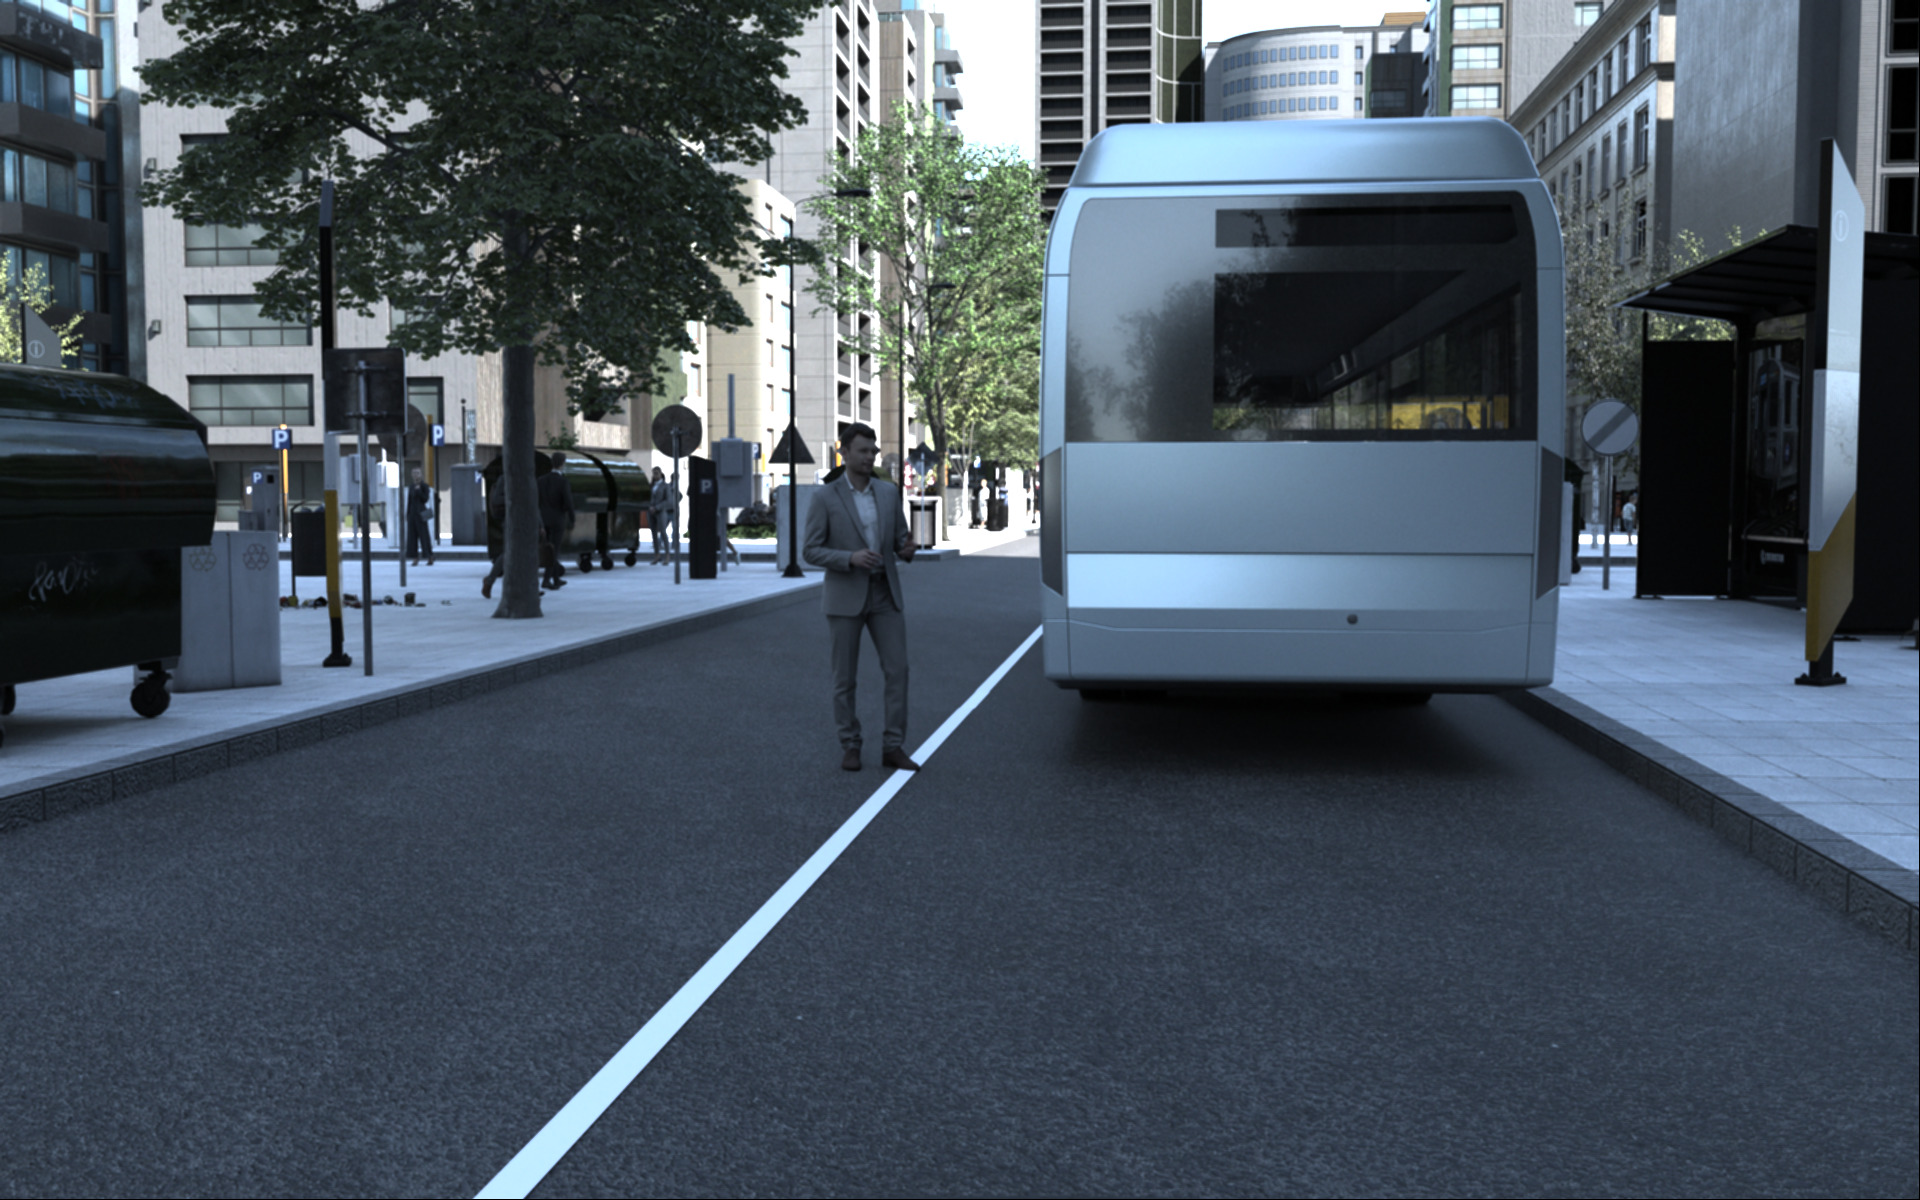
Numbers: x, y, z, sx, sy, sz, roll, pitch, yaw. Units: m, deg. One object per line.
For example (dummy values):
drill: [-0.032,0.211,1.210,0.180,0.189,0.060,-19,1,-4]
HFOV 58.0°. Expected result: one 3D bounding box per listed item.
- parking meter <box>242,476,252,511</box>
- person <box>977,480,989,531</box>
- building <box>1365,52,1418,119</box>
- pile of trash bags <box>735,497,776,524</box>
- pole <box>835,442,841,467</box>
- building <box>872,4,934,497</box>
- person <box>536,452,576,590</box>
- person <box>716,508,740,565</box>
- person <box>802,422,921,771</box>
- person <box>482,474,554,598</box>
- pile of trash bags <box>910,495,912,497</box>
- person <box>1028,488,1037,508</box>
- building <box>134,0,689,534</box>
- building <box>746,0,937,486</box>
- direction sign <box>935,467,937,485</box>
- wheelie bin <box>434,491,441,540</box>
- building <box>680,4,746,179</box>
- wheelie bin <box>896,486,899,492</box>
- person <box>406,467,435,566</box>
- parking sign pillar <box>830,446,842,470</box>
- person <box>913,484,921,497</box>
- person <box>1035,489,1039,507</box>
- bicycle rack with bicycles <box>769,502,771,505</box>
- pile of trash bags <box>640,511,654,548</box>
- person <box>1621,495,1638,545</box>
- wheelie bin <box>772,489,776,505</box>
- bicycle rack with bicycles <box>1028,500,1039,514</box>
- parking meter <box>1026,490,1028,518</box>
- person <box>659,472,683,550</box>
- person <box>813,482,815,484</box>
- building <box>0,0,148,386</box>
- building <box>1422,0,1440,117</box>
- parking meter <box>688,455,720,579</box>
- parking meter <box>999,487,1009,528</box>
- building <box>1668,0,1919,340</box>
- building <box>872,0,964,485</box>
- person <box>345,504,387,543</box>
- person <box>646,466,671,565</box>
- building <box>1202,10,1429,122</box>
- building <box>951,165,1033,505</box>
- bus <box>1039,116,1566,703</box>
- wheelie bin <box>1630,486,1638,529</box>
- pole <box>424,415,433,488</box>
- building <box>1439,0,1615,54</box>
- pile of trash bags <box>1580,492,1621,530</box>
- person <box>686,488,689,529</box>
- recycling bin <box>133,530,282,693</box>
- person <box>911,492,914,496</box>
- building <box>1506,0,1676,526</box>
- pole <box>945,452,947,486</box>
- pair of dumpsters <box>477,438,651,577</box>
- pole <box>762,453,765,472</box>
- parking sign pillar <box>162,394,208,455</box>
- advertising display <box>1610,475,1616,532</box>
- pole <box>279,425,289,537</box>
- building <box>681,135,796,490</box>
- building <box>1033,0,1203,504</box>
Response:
parking meter: [-22.047,-2.938,53.740,0.399,1.863,0.255,-2,4,-29]
person: [0.867,-3.261,59.713,0.624,1.780,0.694,-1,4,-18]
building: [44.997,-29.367,163.736,14.154,41.232,14.086,0,4,7]
pile of trash bags: [-5.733,-2.762,54.916,1.912,1.369,3.447,1,4,21]
pole: [-4.740,-4.495,67.328,0.158,3.312,0.155,0,3,0]
building: [-10.018,-28.083,142.746,14.154,41.232,14.086,0,4,7]
person: [-5.455,-1.072,23.345,0.659,1.850,0.755,1,4,22]
person: [-4.196,-1.439,30.316,0.466,1.731,0.760,3,4,37]
person: [-0.472,-0.016,8.959,0.606,1.804,0.583,-2,4,-32]
person: [-5.450,-0.936,21.305,0.822,1.834,0.622,2,4,26]
pile of trash bags: [-2.470,-5.162,94.158,3.447,1.369,1.912,2,4,28]
person: [5.300,-7.707,132.838,1.217,1.735,0.721,0,4,5]
building: [-18.347,-17.672,60.631,14.160,30.474,14.107,0,4,7]
building: [-14.441,-47.967,222.507,20.611,71.187,20.563,0,4,7]
direction sign: [-1.535,-7.465,114.047,0.379,3.537,0.876,1,4,17]
wheelie bin: [-14.864,-2.470,48.285,0.693,1.594,0.980,-2,4,-29]
building: [-15.019,-41.997,124.895,20.563,71.187,20.611,0,4,7]
wheelie bin: [-2.566,-3.625,67.184,0.693,1.594,0.980,-3,4,-36]
person: [-9.715,-1.505,31.068,0.576,1.772,0.534,0,4,4]
parking sign pillar: [-6.974,-6.699,98.002,1.447,3.967,1.447,1,4,13]
person: [-2.452,-5.634,98.119,0.822,1.834,0.622,1,4,16]
person: [7.105,-9.209,157.139,0.721,1.766,1.217,-1,4,-18]
bicycle rack with bicycles: [-7.720,-3.834,76.075,2.925,0.926,2.852,-2,4,-30]
pile of trash bags: [-8.625,-1.961,41.822,3.447,1.369,1.912,2,4,31]
person: [16.747,-1.994,43.332,0.352,1.250,0.332,0,4,3]
wheelie bin: [-6.279,-3.261,61.225,0.693,1.594,0.980,0,4,-1]
bicycle rack with bicycles: [5.232,-6.020,111.815,2.925,0.926,2.852,1,4,14]
parking meter: [3.551,-5.273,94.626,0.372,1.533,0.369,0,3,0]
person: [-6.597,-2.031,39.594,0.623,1.781,0.721,1,4,22]
person: [-5.886,-3.904,70.235,0.716,1.782,0.532,-3,4,-39]
building: [-47.867,-27.379,67.253,30.456,49.044,23.786,0,4,7]
building: [46.074,-50.574,139.558,22.319,86.520,31.000,0,4,7]
parking meter: [-3.885,-1.254,26.216,0.399,1.863,0.255,-3,4,-37]
parking meter: [1.684,-3.526,66.065,0.372,1.533,0.369,0,3,0]
building: [39.513,-14.335,53.450,30.058,24.678,14.314,0,4,7]
building: [-15.269,-33.393,165.586,30.456,49.044,23.786,0,4,7]
person: [-15.600,-2.422,45.853,1.509,1.804,0.699,-3,5,-44]
person: [-5.495,-1.532,31.371,0.520,1.790,0.573,0,4,4]
building: [44.447,-41.260,216.605,28.212,58.520,21.231,0,4,7]
building: [2.475,-32.736,218.823,14.086,41.232,14.154,0,4,7]
bus: [2.374,-1.240,15.132,2.948,3.499,13.247,0,4,6]
wheelie bin: [25.016,-3.433,64.032,0.693,1.594,0.980,2,4,26]
pole: [-13.686,-3.107,44.643,0.158,3.312,0.155,0,3,0]
building: [39.557,-26.583,118.221,14.154,41.232,14.086,0,4,7]
pile of trash bags: [22.123,-3.217,62.356,3.447,1.369,1.912,1,4,23]
person: [-8.429,-3.014,55.126,0.655,1.846,0.447,3,5,39]
recycling bin: [-5.050,0.058,11.598,0.722,1.027,0.722,3,5,43]
person: [-3.419,-7.151,126.189,0.421,1.427,0.697,-2,4,-24]
building: [35.127,-15.011,78.709,16.112,22.955,30.059,0,4,7]
pole: [-0.691,-5.526,84.189,0.158,3.312,0.155,0,3,0]
pair of dumpsters: [-6.471,-1.596,28.595,1.574,2.255,4.437,0,4,7]
pole: [-9.847,-5.696,86.971,0.158,3.312,0.155,0,3,0]
parking sign pillar: [-20.937,-3.559,46.662,1.447,3.967,1.447,1,4,15]
advertising display: [22.024,-3.260,58.522,0.123,1.923,0.974,1,4,13]
pole: [-19.980,-3.506,51.162,0.158,3.312,0.155,0,3,0]
building: [-25.344,-15.069,91.416,27.650,21.520,28.899,0,4,7]
building: [20.181,-47.745,218.885,20.611,71.187,20.563,0,4,7]
